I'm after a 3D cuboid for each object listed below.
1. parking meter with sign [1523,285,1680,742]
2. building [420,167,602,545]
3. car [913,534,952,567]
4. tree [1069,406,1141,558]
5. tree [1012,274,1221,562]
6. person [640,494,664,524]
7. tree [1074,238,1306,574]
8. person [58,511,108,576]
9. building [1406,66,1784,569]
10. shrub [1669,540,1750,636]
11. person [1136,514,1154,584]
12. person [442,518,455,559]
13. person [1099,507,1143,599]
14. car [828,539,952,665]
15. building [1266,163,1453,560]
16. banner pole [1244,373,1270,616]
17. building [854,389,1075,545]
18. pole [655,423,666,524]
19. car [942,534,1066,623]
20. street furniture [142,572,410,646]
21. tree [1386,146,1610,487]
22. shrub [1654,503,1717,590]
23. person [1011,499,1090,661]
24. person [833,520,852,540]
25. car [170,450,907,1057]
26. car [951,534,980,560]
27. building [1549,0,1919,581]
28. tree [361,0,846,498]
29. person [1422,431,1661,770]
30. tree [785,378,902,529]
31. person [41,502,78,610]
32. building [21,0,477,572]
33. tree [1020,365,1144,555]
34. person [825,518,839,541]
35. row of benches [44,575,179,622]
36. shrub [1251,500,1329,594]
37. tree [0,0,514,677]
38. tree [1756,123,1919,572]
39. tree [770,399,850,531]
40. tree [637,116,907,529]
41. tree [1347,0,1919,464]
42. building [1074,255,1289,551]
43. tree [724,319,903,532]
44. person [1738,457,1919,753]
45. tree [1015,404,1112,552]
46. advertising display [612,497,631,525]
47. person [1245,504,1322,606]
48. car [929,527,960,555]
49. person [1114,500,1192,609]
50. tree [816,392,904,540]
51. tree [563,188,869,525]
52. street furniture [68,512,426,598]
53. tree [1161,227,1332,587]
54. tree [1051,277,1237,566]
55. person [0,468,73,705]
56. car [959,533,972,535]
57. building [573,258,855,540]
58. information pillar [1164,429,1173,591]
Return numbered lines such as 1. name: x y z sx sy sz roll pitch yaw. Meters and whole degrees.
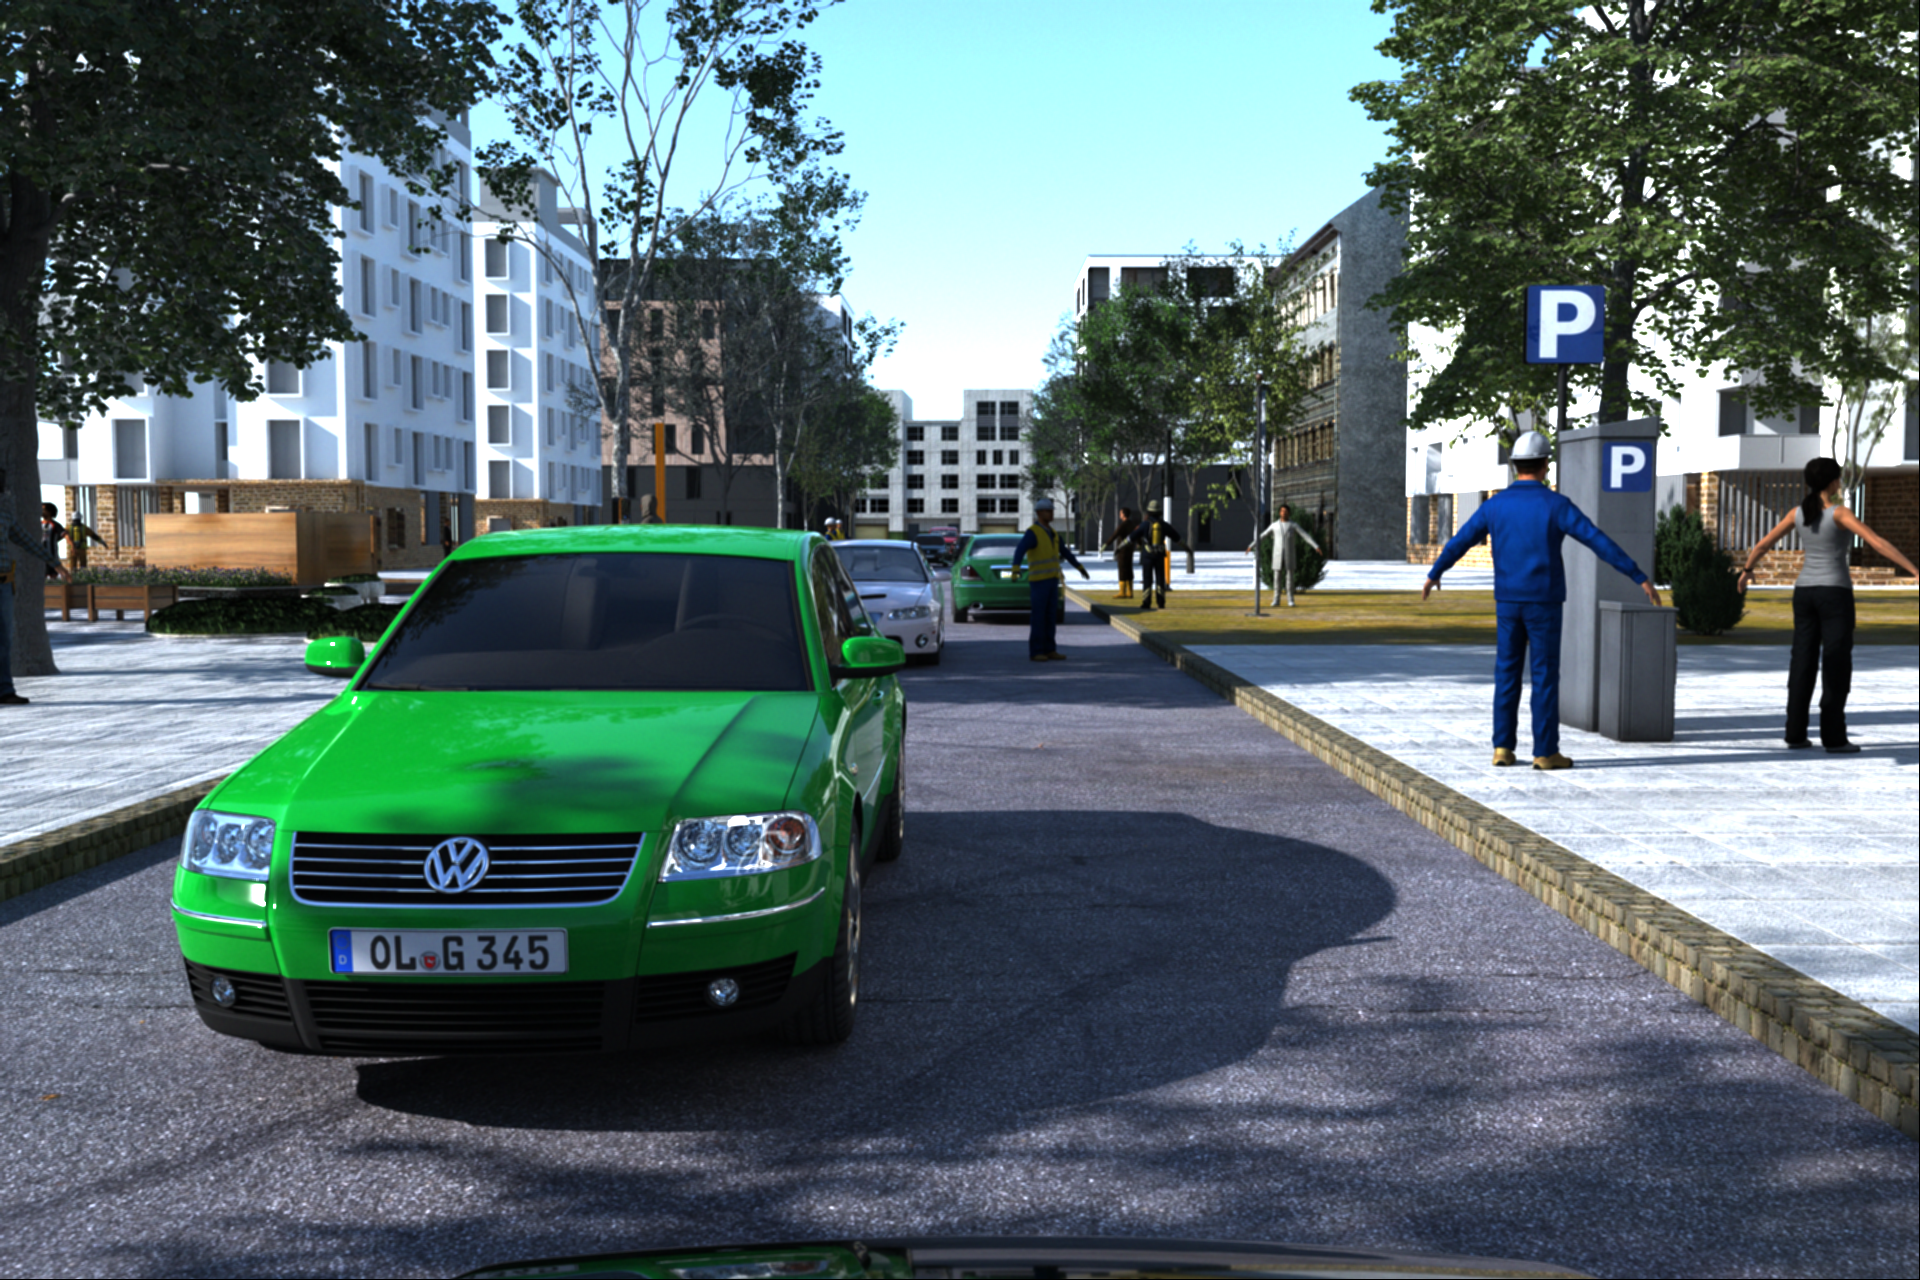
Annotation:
1. parking meter with sign: 4.243 -0.927 11.416 0.543 3.016 1.738 0 4 0
2. building: -26.378 -14.324 90.611 16.016 20.090 11.380 0 4 -1
3. car: -1.361 -4.045 75.929 2.009 1.686 4.222 0 4 0
4. tree: 7.435 -8.698 92.576 4.360 8.622 3.978 0 3 0
5. tree: 7.497 -10.438 81.034 12.009 13.543 11.850 0 3 0
6. person: -4.177 -1.045 23.214 0.705 1.813 1.348 1 4 13
7. tree: 7.281 -7.417 55.672 8.767 10.594 7.601 2 4 32
8. person: -22.044 -2.295 43.285 1.354 1.858 0.705 -2 4 -24
9. building: 24.750 -13.327 74.324 16.016 20.090 11.380 0 4 1
10. shrub: 9.475 -0.662 21.936 1.383 1.207 1.383 0 3 0
11. person: 4.850 -2.356 44.793 0.705 1.796 1.348 -1 4 -10
12. person: -17.059 -3.150 57.735 0.704 1.802 1.346 -1 4 -8
13. person: 3.272 -1.736 34.516 0.704 1.812 1.346 3 5 42
14. car: -1.126 -0.497 20.482 2.083 1.381 4.827 0 4 0
15. building: 27.598 -15.999 92.509 19.493 23.208 18.063 0 4 1
16. banner pole: 4.662 -2.252 26.840 0.401 3.779 0.863 0 4 1
17. building: 0.771 -21.336 217.760 31.486 18.905 16.747 0 4 3
18. pole: -5.504 -2.327 31.894 0.158 3.312 0.155 0 3 0
19. car: 0.764 -1.076 29.388 2.131 1.459 4.920 0 4 -1
20. street furniture: -7.747 -0.560 24.790 5.734 0.657 10.072 0 4 -1
21. tree: 10.211 -4.980 31.789 4.737 8.622 4.395 0 3 0
22. shrub: 16.533 -2.164 39.807 1.690 2.028 1.600 0 3 0
23. person: 0.978 -0.687 19.652 0.705 1.833 1.349 3 5 41
24. person: -4.074 -3.235 59.352 0.721 1.772 1.216 3 5 42
25. car: -1.149 0.154 6.285 1.959 1.807 4.718 0 4 1
26. car: 0.542 -4.396 81.654 2.009 1.686 4.222 0 4 0
27. building: 24.756 -12.181 55.583 16.016 20.090 11.380 0 4 1
28. tree: -8.518 -11.452 43.124 12.611 20.169 13.585 0 3 0
29. person: 3.143 -0.224 9.535 1.347 1.842 0.705 3 5 41
30. tree: -7.613 -11.314 110.735 9.928 11.665 9.643 0 3 0
31. person: -15.506 -1.423 29.408 1.345 1.843 0.704 1 4 15
32. building: -25.267 -12.393 59.041 16.016 20.090 11.380 0 4 1
33. tree: 7.610 -10.979 105.267 9.928 11.665 9.643 0 3 0
34. person: -2.582 -1.656 35.992 0.721 1.772 1.216 1 4 9
35. row of benches: -13.564 -0.630 25.759 4.104 0.672 1.422 1 4 16
36. shrub: 7.062 -1.994 37.017 1.690 2.028 1.600 0 3 0
37. tree: -8.741 -6.650 15.387 9.857 13.997 8.962 0 3 0
38. tree: 14.942 -4.838 29.470 4.360 8.622 3.978 0 3 0
39. tree: -8.473 -8.697 92.556 4.360 8.622 3.978 0 3 0
40. tree: -8.923 -13.725 80.293 12.611 20.169 13.585 0 3 0
41. tree: 7.754 -6.207 19.606 7.486 12.596 7.792 0 3 0
42. building: 23.263 -18.308 143.311 27.936 21.610 32.646 0 4 0
43. tree: -8.472 -11.591 99.883 12.009 13.543 11.850 0 3 0
44. person: 5.164 -0.213 10.286 0.721 1.737 1.217 -2 4 -32
45. tree: 7.363 -11.483 122.158 7.601 10.594 8.767 0 4 -5
46. advertising display: -5.999 -1.562 30.746 0.123 1.923 0.974 0 4 2
47. person: 5.767 -1.507 30.829 1.347 1.806 0.705 1 4 15
48. car: -0.870 -5.220 94.017 2.281 1.827 5.304 0 4 0
49. person: 3.331 -1.467 29.763 1.354 1.856 0.705 0 4 -4
50. tree: -7.658 -12.093 123.468 9.928 11.665 9.643 0 3 0
51. tree: -8.380 -9.227 61.227 12.009 13.543 11.850 0 3 0
52. street furniture: -16.231 -1.931 38.425 9.812 1.723 11.010 2 4 31
53. tree: 7.168 -5.612 42.123 4.737 8.622 4.395 0 3 0
54. tree: 7.518 -8.844 70.361 9.928 11.665 9.643 0 3 0
55. person: -7.224 -0.431 12.886 0.704 1.849 1.345 1 4 19
56. car: 0.324 -6.113 108.994 2.155 1.783 4.494 0 4 0
57. building: -24.041 -18.413 145.033 27.936 21.610 32.646 0 4 1
58. information pillar: 4.666 -2.910 38.937 0.183 3.616 0.504 0 4 -1
